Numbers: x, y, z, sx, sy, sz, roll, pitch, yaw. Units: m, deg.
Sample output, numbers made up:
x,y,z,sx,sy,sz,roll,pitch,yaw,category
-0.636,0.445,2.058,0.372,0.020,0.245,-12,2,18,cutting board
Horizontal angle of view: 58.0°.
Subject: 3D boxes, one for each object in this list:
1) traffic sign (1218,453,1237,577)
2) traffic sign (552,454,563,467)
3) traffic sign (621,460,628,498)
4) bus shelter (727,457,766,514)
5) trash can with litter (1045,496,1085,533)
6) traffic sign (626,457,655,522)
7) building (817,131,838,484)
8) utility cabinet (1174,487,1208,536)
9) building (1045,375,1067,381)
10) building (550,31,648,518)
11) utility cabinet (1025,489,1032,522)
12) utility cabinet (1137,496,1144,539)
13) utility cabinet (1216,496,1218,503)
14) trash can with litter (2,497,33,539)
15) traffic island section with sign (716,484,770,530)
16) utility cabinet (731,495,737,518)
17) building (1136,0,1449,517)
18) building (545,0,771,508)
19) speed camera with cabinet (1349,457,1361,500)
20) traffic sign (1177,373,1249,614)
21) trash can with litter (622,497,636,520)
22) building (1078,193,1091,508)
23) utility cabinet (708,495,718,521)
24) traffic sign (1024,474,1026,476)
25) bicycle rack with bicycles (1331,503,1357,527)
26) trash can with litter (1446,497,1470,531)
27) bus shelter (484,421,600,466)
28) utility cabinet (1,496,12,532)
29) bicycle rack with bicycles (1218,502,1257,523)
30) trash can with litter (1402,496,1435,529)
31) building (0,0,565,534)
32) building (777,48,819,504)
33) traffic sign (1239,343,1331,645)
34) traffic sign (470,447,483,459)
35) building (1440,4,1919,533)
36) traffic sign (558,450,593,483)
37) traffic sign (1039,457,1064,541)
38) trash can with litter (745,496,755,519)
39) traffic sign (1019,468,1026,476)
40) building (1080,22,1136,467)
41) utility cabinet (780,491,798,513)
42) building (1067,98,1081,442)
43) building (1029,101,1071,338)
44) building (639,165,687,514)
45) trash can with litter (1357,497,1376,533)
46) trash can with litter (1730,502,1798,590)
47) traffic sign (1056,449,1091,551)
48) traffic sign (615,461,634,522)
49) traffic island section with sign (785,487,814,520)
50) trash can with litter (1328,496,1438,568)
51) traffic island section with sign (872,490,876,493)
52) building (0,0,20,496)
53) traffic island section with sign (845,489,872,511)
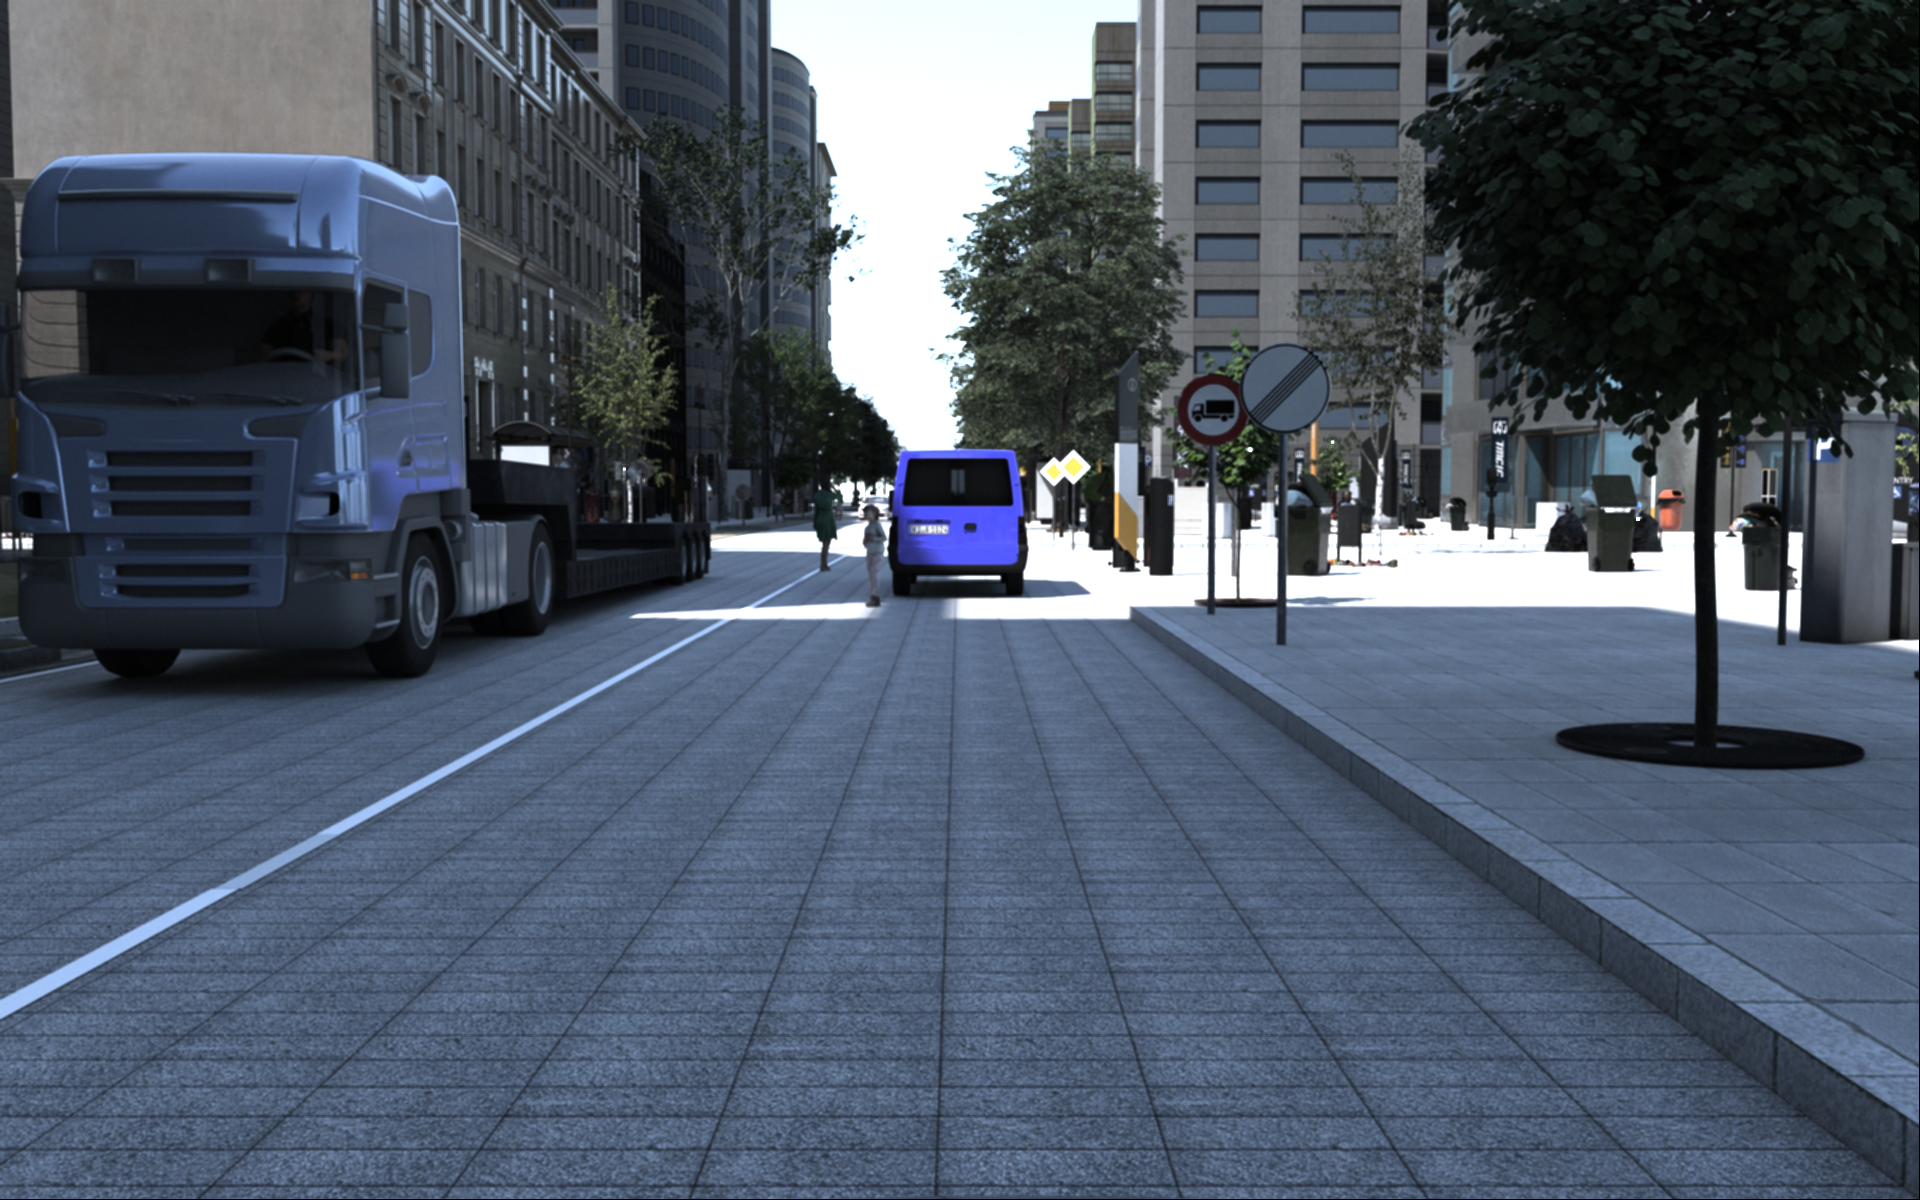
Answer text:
x,y,z,sx,sy,sz,roll,pitch,yaw,category
4.242,-1.631,26.770,0.768,2.556,0.104,1,4,9,traffic sign
-12.914,-3.389,55.509,0.768,2.556,0.104,1,4,10,traffic sign
-12.428,-3.918,64.162,0.768,2.556,0.104,0,4,7,traffic sign
-12.176,-6.330,97.420,2.014,3.302,5.546,0,4,0,bus shelter
3.644,-2.889,58.295,1.678,1.210,2.233,2,4,34,trash can with litter
-8.651,-2.648,46.939,0.795,2.450,0.064,0,3,0,traffic sign
-32.990,-40.698,254.651,28.713,52.752,27.495,0,3,0,building
7.019,-2.708,52.949,1.173,1.500,0.318,1,4,16,utility cabinet
25.601,-24.024,237.836,27.650,21.520,28.899,0,3,0,building
-24.755,-18.012,91.753,12.463,27.353,25.104,0,3,0,building
2.942,-4.319,79.294,0.318,1.500,1.173,1,4,22,utility cabinet
5.204,-2.369,49.903,1.020,1.237,0.306,-2,4,-25,utility cabinet
10.335,-3.760,72.629,1.020,1.237,0.306,-2,4,-27,utility cabinet
-27.642,-2.372,49.835,1.678,1.210,2.233,3,5,41,trash can with litter
-8.679,-3.727,69.572,1.989,1.847,2.006,0,3,0,traffic island section with sign
-11.917,-4.916,91.536,0.306,1.237,1.020,0,4,-5,utility cabinet
21.345,-34.494,105.980,21.231,58.520,28.212,0,3,0,building
-29.723,-38.038,163.927,21.231,58.520,28.212,0,3,0,building
21.487,-5.984,92.166,0.660,3.252,2.038,3,5,43,speed camera with cabinet
2.682,-1.120,18.411,0.768,2.556,0.104,0,4,3,traffic sign
-16.713,-4.626,87.028,1.055,1.170,0.624,-1,4,-15,trash can with litter
18.367,-24.269,168.498,14.160,30.474,14.107,0,3,0,building
-11.643,-4.363,82.489,1.020,1.237,0.306,-1,4,-17,utility cabinet
4.168,-6.378,104.386,0.768,2.556,0.104,0,4,4,traffic sign
15.152,-3.283,67.061,2.925,0.926,2.852,3,5,43,bicycle rack with bicycles
17.334,-2.986,60.205,0.624,1.170,1.055,2,4,35,trash can with litter
-12.073,-3.459,50.478,2.014,3.302,5.546,0,4,0,bus shelter
-32.263,-2.927,59.020,0.306,1.237,1.020,2,4,33,utility cabinet
12.052,-3.869,76.640,2.852,0.926,2.925,1,4,14,bicycle rack with bicycles
16.939,-3.243,64.407,0.624,1.170,1.055,-2,4,-27,trash can with litter
-24.019,-16.459,66.373,12.463,27.353,25.104,0,3,0,building
-30.196,-41.876,226.674,21.231,58.520,28.212,0,3,0,building
2.739,-0.892,14.688,0.768,2.556,0.104,0,4,2,traffic sign
-13.127,-2.825,46.294,0.768,2.556,0.104,0,4,3,traffic sign
34.216,-27.311,66.146,30.456,49.044,23.786,0,3,0,building
-8.650,-2.160,38.954,0.795,2.450,0.064,0,3,0,traffic sign
2.544,-2.647,46.920,0.795,2.450,0.064,0,3,0,traffic sign
-11.141,-4.798,89.839,1.055,1.170,0.624,3,4,38,trash can with litter
3.553,-7.719,120.085,2.265,3.308,0.079,1,4,8,traffic sign
18.480,-28.777,154.100,14.154,41.232,14.086,0,3,0,building
-11.741,-6.736,118.806,1.173,1.500,0.318,-2,4,-30,utility cabinet
18.235,-30.504,182.334,14.154,41.232,14.086,0,3,0,building
21.132,-44.289,266.115,21.231,58.520,28.212,0,3,0,building
-25.229,-17.299,112.520,12.332,23.373,15.834,0,3,0,building
13.572,-2.837,57.778,0.624,1.170,1.055,1,4,11,trash can with litter
10.837,-0.727,23.271,0.624,1.170,1.055,3,5,45,trash can with litter
2.544,-2.159,38.935,0.795,2.450,0.064,0,3,0,traffic sign
-10.312,-3.129,53.284,0.606,2.300,0.079,0,4,2,traffic sign
-8.687,-5.376,96.527,1.989,1.847,2.006,0,3,0,traffic island section with sign
7.139,-1.202,30.716,1.678,1.210,2.233,-3,4,-36,trash can with litter
-8.687,-10.116,174.017,1.989,1.847,2.006,0,3,0,traffic island section with sign
-47.801,-17.230,59.211,29.804,29.767,11.434,0,3,0,building
-8.685,-8.438,146.586,1.989,1.847,2.006,0,3,0,traffic island section with sign
